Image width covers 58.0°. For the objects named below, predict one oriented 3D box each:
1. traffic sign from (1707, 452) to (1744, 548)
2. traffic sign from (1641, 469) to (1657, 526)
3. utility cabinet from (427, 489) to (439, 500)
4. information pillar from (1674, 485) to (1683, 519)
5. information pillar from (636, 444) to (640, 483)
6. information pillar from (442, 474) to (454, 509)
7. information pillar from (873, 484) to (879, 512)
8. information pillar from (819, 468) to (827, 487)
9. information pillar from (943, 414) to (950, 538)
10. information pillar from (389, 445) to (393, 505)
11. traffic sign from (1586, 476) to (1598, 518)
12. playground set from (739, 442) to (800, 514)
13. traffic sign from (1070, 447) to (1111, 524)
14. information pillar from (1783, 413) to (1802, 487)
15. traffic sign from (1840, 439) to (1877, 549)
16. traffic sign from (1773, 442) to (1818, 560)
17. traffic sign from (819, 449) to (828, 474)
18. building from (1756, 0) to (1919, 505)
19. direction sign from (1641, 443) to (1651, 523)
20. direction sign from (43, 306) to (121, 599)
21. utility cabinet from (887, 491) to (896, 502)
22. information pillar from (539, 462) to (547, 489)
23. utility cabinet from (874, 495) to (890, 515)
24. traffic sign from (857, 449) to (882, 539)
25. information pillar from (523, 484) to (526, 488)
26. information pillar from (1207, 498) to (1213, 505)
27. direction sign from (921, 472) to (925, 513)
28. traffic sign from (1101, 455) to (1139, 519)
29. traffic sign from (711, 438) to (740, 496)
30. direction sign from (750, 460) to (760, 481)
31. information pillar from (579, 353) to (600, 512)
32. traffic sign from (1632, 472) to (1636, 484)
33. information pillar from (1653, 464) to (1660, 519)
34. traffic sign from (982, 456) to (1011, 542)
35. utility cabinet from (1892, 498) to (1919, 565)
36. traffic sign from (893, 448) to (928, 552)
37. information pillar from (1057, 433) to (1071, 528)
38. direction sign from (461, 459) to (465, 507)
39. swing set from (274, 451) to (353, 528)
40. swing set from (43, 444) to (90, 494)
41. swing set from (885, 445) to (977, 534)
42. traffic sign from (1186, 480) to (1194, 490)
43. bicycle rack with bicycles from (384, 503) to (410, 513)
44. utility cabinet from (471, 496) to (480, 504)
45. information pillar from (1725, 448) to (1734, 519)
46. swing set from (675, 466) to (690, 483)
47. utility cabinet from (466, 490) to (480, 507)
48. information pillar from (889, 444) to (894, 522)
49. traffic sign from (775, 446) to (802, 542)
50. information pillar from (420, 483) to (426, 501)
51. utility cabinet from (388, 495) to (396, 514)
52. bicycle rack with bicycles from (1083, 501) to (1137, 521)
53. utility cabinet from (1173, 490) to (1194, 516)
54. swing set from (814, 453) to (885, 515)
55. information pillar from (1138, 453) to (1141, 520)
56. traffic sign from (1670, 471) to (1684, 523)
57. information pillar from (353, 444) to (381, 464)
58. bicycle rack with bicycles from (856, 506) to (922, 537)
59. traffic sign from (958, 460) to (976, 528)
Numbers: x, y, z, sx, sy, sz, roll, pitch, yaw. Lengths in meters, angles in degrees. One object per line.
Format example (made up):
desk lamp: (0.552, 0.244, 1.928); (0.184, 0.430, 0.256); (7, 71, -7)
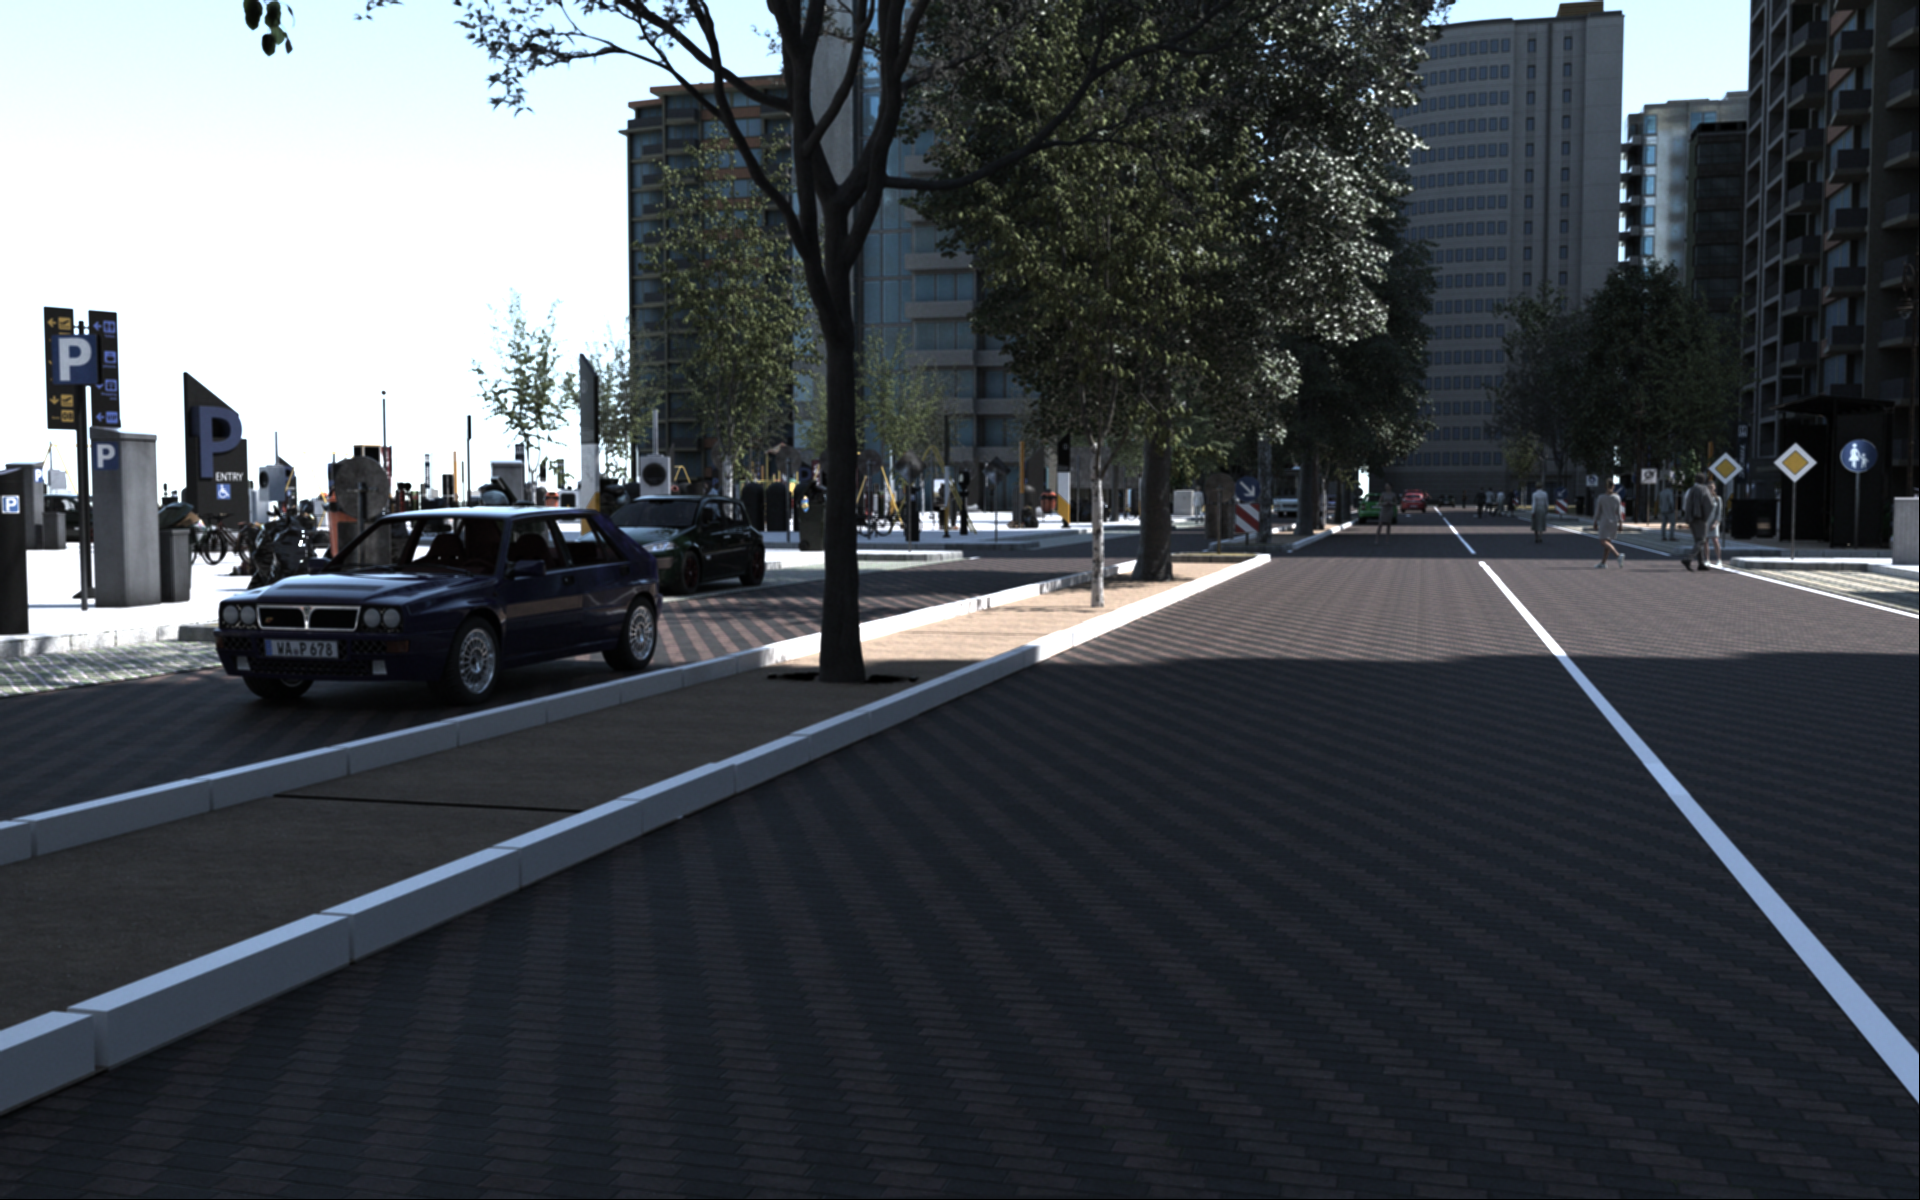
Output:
traffic sign: (18.196, -2.299, 41.226); (0.795, 2.450, 0.064); (1, 4, 15)
traffic sign: (27.792, -4.146, 69.910); (0.606, 2.300, 0.079); (1, 4, 16)
utility cabinet: (-21.142, -3.723, 69.542); (0.318, 1.500, 1.173); (-2, 4, -25)
information pillar: (36.552, -5.117, 88.160); (0.304, 2.012, 0.304); (0, 4, -1)
information pillar: (-15.158, -5.523, 81.648); (0.183, 3.616, 0.504); (-1, 4, -22)
information pillar: (-18.492, -3.553, 62.576); (0.304, 2.012, 0.304); (2, 4, 32)
information pillar: (-6.007, -7.308, 123.971); (0.304, 2.012, 0.304); (-3, 5, -43)
information pillar: (-3.819, -2.730, 49.121); (0.304, 2.012, 0.304); (-1, 4, -9)
information pillar: (-0.385, -3.662, 51.222); (0.183, 3.616, 0.504); (0, 4, 8)
information pillar: (-26.918, -5.539, 81.923); (0.183, 3.616, 0.504); (0, 4, -6)
traffic sign: (34.346, -5.628, 94.146); (0.606, 2.300, 0.079); (1, 4, 20)
playground set: (-10.247, -6.747, 97.095); (5.637, 4.214, 5.302); (2, 4, 26)
traffic sign: (5.406, -4.950, 74.799); (2.265, 3.308, 0.079); (1, 4, 17)
information pillar: (23.310, -3.498, 48.549); (0.504, 3.616, 0.183); (1, 4, 19)
traffic sign: (20.910, -2.462, 40.353); (0.768, 2.556, 0.104); (1, 4, 23)
traffic sign: (16.131, -1.827, 33.511); (0.795, 2.450, 0.064); (1, 4, 15)
traffic sign: (-3.516, -2.886, 47.299); (0.768, 2.556, 0.104); (1, 4, 22)
building: (57.599, -26.814, 93.037); (22.147, 44.769, 28.867); (1, 4, 15)
direction sign: (30.543, -5.200, 77.013); (0.379, 3.537, 0.876); (0, 4, 6)
direction sign: (-10.749, -1.791, 21.281); (0.379, 3.537, 0.876); (3, 4, 38)
utility cabinet: (-4.759, -6.395, 113.236); (1.173, 1.500, 0.318); (1, 4, 9)
information pillar: (-27.504, -7.521, 114.319); (0.504, 3.616, 0.183); (-3, 5, -40)
utility cabinet: (-4.810, -5.867, 107.081); (1.020, 1.237, 0.306); (0, 4, 5)
traffic sign: (-2.569, -2.985, 48.915); (0.768, 2.556, 0.104); (1, 4, 18)
information pillar: (-32.707, -7.691, 130.234); (0.304, 2.012, 0.304); (3, 4, 36)
information pillar: (16.192, -6.584, 112.147); (0.304, 2.012, 0.304); (2, 4, 28)
direction sign: (-2.484, -7.575, 115.855); (0.379, 3.537, 0.876); (0, 4, -1)
traffic sign: (8.067, -5.766, 88.139); (2.265, 3.308, 0.079); (1, 4, 19)
traffic sign: (-5.374, -2.414, 39.572); (0.768, 2.556, 0.104); (2, 4, 24)
direction sign: (-13.556, -7.496, 114.564); (0.379, 3.537, 0.876); (3, 5, 43)
information pillar: (-6.135, -2.282, 28.672); (0.183, 3.616, 0.504); (-3, 5, -42)
traffic sign: (37.773, -5.890, 96.402); (0.768, 2.556, 0.104); (1, 4, 19)
information pillar: (35.741, -5.960, 88.796); (0.183, 3.616, 0.504); (3, 4, 36)
traffic sign: (0.961, -2.581, 45.842); (0.795, 2.450, 0.064); (1, 4, 15)
utility cabinet: (17.470, -1.235, 31.349); (1.020, 1.237, 0.306); (2, 4, 27)
traffic sign: (-1.103, -2.109, 38.127); (0.795, 2.450, 0.064); (1, 4, 15)
information pillar: (3.925, -4.522, 65.289); (0.504, 3.616, 0.183); (2, 4, 27)
direction sign: (-33.824, -7.699, 117.879); (0.379, 3.537, 0.876); (0, 4, -6)
swing set: (-23.564, -4.075, 64.250); (2.862, 2.851, 3.119); (1, 4, 15)
swing set: (-27.851, -3.536, 55.434); (2.862, 2.851, 3.119); (1, 4, 13)
swing set: (-0.935, -3.626, 56.900); (2.862, 2.851, 3.119); (0, 4, -2)
traffic sign: (15.877, -7.297, 119.306); (0.884, 2.594, 0.081); (1, 4, 17)
bicycle rack with bicycles: (-30.821, -4.841, 92.530); (2.925, 0.926, 2.852); (-1, 4, -21)
utility cabinet: (-15.016, -2.670, 54.815); (1.020, 1.237, 0.306); (-1, 4, -19)
information pillar: (39.283, -5.930, 88.311); (0.183, 3.616, 0.504); (0, 4, -2)
swing set: (-16.276, -6.101, 97.365); (2.862, 2.851, 3.119); (-3, 4, -39)
utility cabinet: (-29.666, -5.968, 106.255); (1.173, 1.500, 0.318); (-2, 4, -34)
information pillar: (-3.153, -5.446, 80.399); (0.183, 3.616, 0.504); (-1, 4, -16)
traffic sign: (-4.584, -2.819, 46.194); (0.768, 2.556, 0.104); (1, 4, 19)
information pillar: (-36.071, -6.845, 116.409); (0.304, 2.012, 0.304); (1, 4, 17)
utility cabinet: (-36.707, -6.169, 112.022); (0.306, 1.237, 1.020); (0, 4, 3)
bicycle rack with bicycles: (6.636, -4.255, 82.950); (2.925, 0.926, 2.852); (3, 5, 44)
utility cabinet: (12.832, -5.538, 99.224); (1.173, 1.500, 0.318); (3, 5, 39)
swing set: (-4.042, -4.143, 65.357); (2.862, 2.851, 3.119); (3, 4, 38)
information pillar: (9.043, -5.843, 86.886); (0.183, 3.616, 0.504); (0, 4, 3)
traffic sign: (31.314, -4.498, 75.672); (0.606, 2.300, 0.079); (2, 4, 24)
information pillar: (-8.799, -1.301, 25.762); (0.304, 2.012, 0.304); (3, 5, 45)
bicycle rack with bicycles: (-2.958, -2.413, 52.832); (2.925, 0.926, 2.852); (2, 4, 28)
traffic sign: (0.241, -3.961, 64.862); (0.768, 2.556, 0.104); (2, 4, 25)
